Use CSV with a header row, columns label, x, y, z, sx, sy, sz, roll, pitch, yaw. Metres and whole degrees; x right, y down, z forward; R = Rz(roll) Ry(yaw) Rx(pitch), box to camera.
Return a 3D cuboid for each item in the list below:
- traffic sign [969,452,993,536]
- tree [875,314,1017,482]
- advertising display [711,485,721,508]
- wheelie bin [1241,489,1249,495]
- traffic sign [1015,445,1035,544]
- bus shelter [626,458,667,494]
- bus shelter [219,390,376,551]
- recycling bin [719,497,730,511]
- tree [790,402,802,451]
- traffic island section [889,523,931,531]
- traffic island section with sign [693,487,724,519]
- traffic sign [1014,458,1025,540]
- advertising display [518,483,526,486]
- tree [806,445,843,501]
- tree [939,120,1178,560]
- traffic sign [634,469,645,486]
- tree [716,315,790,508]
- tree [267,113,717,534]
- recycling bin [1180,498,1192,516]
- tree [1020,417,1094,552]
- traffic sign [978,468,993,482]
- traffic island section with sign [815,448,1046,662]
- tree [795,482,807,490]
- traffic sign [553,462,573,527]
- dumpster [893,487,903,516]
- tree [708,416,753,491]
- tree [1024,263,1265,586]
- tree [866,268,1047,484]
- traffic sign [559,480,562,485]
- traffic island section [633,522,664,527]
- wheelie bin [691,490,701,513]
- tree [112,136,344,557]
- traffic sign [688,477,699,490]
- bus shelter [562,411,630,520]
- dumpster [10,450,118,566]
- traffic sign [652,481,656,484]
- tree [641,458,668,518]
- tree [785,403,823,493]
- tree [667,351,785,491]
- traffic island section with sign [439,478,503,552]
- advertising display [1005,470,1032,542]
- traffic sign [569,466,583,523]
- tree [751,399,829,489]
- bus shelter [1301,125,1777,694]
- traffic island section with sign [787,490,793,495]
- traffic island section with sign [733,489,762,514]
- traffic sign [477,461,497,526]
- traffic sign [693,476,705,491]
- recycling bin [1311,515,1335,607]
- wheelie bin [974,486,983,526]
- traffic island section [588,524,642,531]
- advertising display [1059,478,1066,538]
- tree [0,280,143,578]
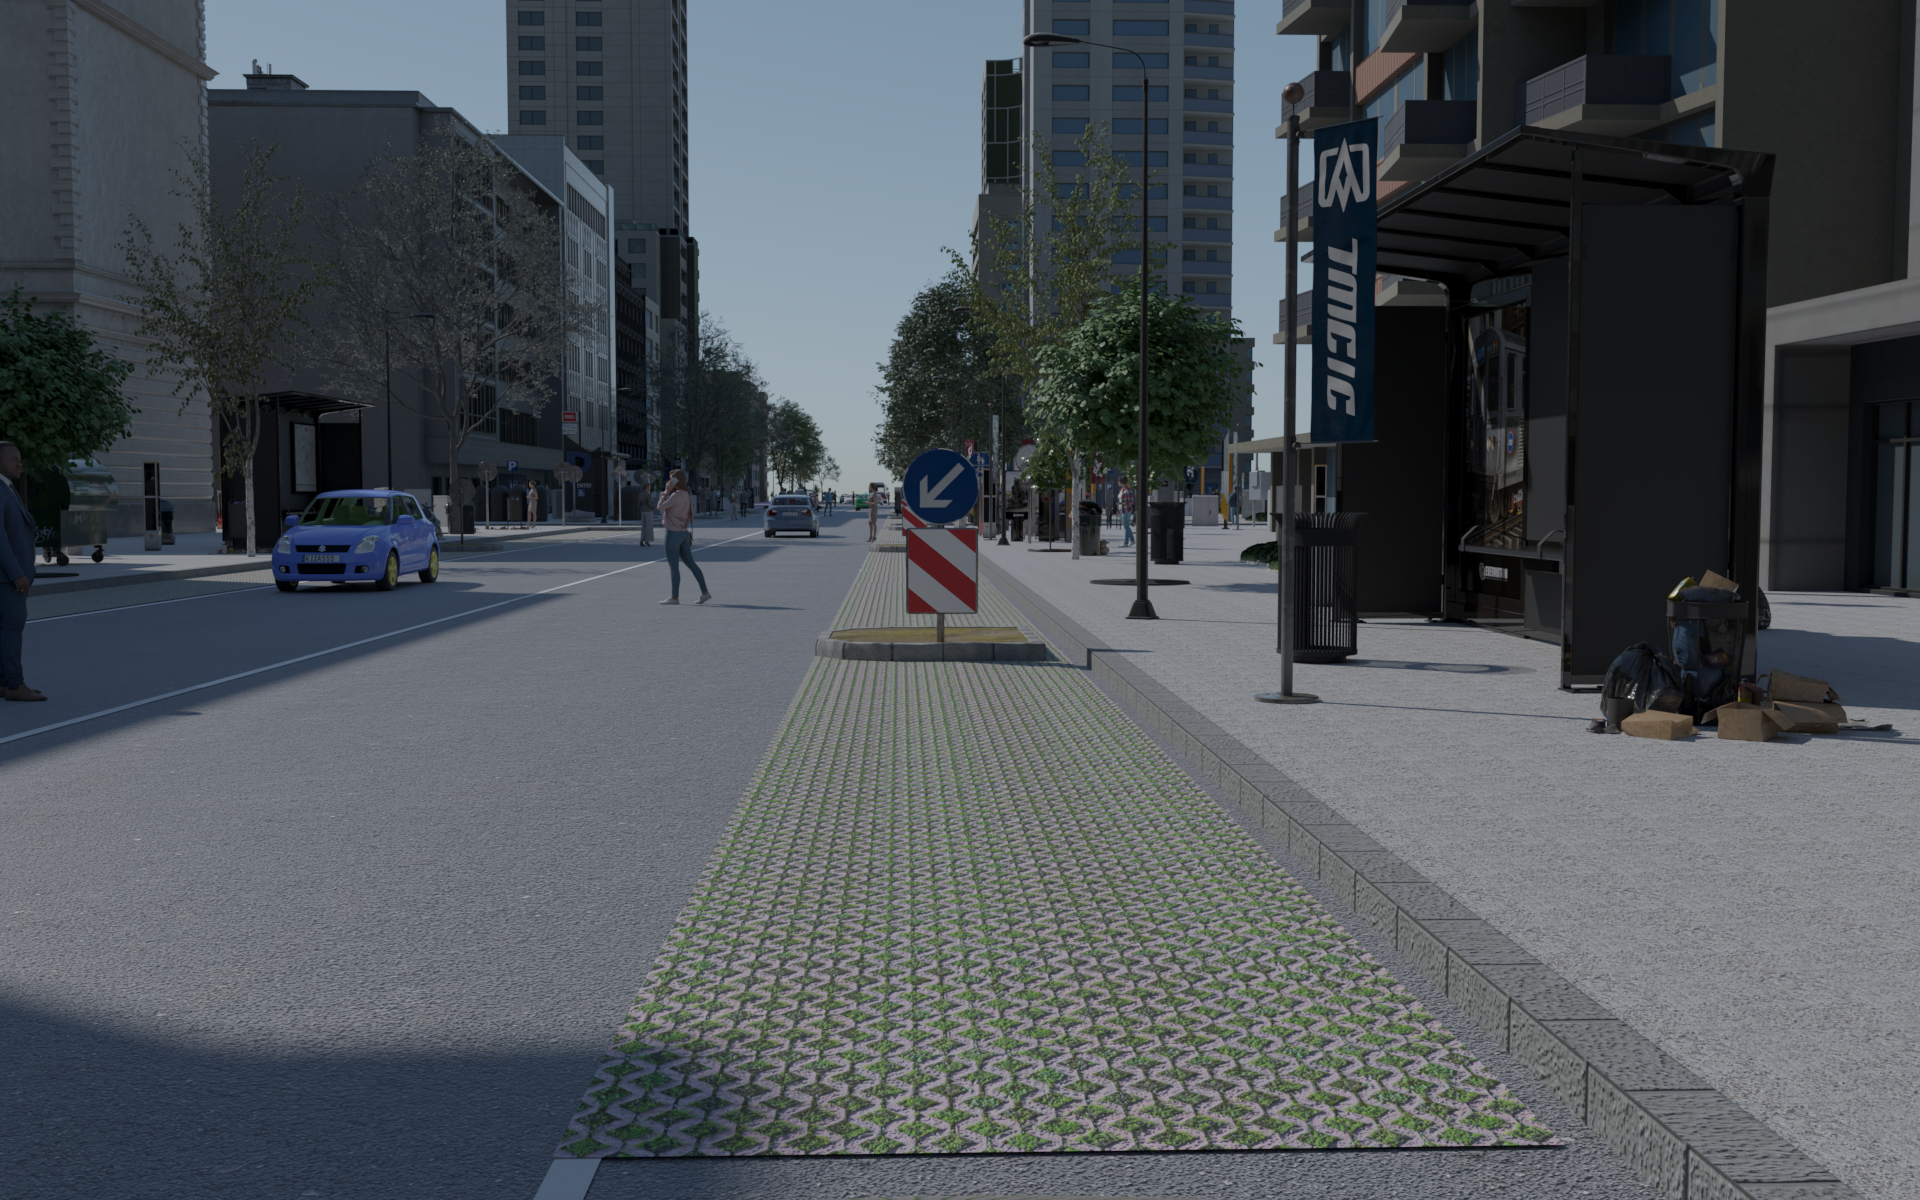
label,x,y,z,sx,sy,sz,roll,pitch,yaw
traffic sign,0.615,-3.195,52.340,0.768,2.556,0.104,0,4,-2
tree,-0.875,-12.585,112.422,9.857,13.997,8.962,0,3,0
advertising display,-18.258,-7.597,129.420,0.123,1.923,0.974,2,4,33
wheelie bin,19.318,-6.628,116.282,0.980,1.594,0.693,-2,4,-30
traffic sign,1.810,-2.733,44.785,0.768,2.556,0.104,0,4,7
bus shelter,-18.407,-6.540,100.853,2.014,3.302,5.546,0,4,-2
bus shelter,-16.045,-3.122,42.329,1.731,3.624,6.357,0,4,-2
recycling bin,-17.835,-7.247,131.050,0.722,1.027,0.722,-1,4,-16
tree,-19.992,-15.507,163.910,12.009,13.543,11.850,0,3,0
traffic island section,-1.804,-2.840,68.721,2.009,0.180,2.903,0,4,-2
traffic island section with sign,-14.502,-5.509,98.696,1.989,1.847,2.006,0,4,-2
traffic sign,1.802,-2.835,48.484,0.606,2.300,0.079,0,4,2
advertising display,-24.532,-5.612,96.974,0.123,1.923,0.974,-2,4,-33
tree,-24.304,-22.636,304.515,8.767,10.594,7.601,-3,5,-43
tree,2.034,-5.100,33.746,4.737,8.622,4.395,0,3,0
traffic sign,-16.336,-5.419,88.707,0.768,2.556,0.104,0,4,1
tree,-17.479,-12.478,114.382,12.009,13.543,11.850,0,3,0
tree,-16.243,-8.875,55.476,12.009,13.543,11.850,0,3,0
recycling bin,13.212,-5.437,101.447,0.722,1.027,0.722,-2,4,-35
tree,1.926,-2.681,38.439,1.663,3.219,1.824,0,3,0
traffic sign,0.937,-3.690,62.463,0.606,2.300,0.079,0,4,7
traffic island section with sign,-0.295,-0.431,15.669,1.989,1.847,2.006,0,4,-2
tree,-22.523,-15.291,244.602,1.663,3.219,1.824,0,3,0
traffic sign,-15.573,-4.151,67.981,0.768,2.556,0.104,0,4,1
dumpster,-3.062,-5.865,104.104,1.865,1.857,1.264,0,4,-1
tree,-19.136,-11.997,146.507,4.737,8.622,4.395,0,3,0
tree,2.666,-2.510,24.749,4.285,4.588,4.351,0,3,0
tree,-0.222,-10.477,88.302,9.611,12.733,9.660,0,3,0
traffic sign,-18.381,-4.801,80.628,0.606,2.300,0.079,0,4,4
traffic island section,-13.715,-3.304,76.304,2.009,0.180,2.903,0,4,-2
wheelie bin,-18.272,-6.833,119.626,0.693,1.594,0.980,3,5,40
tree,-14.666,-5.174,34.954,4.360,8.622,3.978,0,3,0
traffic sign,-19.925,-7.909,129.310,0.884,2.594,0.081,0,4,2
bus shelter,-18.231,-6.655,86.437,2.179,5.291,8.768,0,4,-2
dumpster,-16.447,-1.769,31.411,1.502,2.255,1.985,0,4,-2
traffic sign,-16.260,-5.513,90.148,0.884,2.594,0.081,0,4,2
tree,-16.717,-5.996,92.635,1.663,3.219,1.824,0,3,0
tree,-20.483,-18.039,213.071,7.486,12.596,7.792,0,3,0
tree,-19.029,-13.263,134.976,7.486,12.596,7.792,0,3,0
traffic island section with sign,-12.584,-2.131,43.476,1.989,1.847,2.006,0,4,-2
advertising display,1.540,-2.540,46.742,0.974,1.923,0.123,-3,5,-39
traffic sign,-17.268,-4.734,77.503,0.768,2.556,0.104,0,4,5
tree,-19.770,-16.189,190.438,9.928,11.665,9.643,0,3,0
bus shelter,4.331,-1.402,14.203,1.731,3.624,6.357,0,4,-2
traffic island section with sign,-17.131,-10.164,174.815,1.989,1.847,2.006,0,4,-2
traffic island section with sign,-15.444,-7.179,126.004,1.989,1.847,2.006,0,4,-2
traffic sign,-18.203,-4.072,66.681,0.768,2.556,0.104,0,4,5
traffic sign,-18.198,-7.395,120.905,0.884,2.594,0.081,0,4,3
recycling bin,4.266,-0.462,20.100,0.722,1.027,0.722,-1,4,-23
wheelie bin,0.900,-3.731,68.903,0.980,1.594,0.693,1,4,15
traffic island section,-13.439,-2.816,68.324,2.009,0.180,2.903,0,4,-2
advertising display,2.872,-2.740,50.014,0.974,1.923,0.123,-3,5,-42
tree,-14.544,-2.636,26.809,4.285,4.588,4.351,0,3,0
